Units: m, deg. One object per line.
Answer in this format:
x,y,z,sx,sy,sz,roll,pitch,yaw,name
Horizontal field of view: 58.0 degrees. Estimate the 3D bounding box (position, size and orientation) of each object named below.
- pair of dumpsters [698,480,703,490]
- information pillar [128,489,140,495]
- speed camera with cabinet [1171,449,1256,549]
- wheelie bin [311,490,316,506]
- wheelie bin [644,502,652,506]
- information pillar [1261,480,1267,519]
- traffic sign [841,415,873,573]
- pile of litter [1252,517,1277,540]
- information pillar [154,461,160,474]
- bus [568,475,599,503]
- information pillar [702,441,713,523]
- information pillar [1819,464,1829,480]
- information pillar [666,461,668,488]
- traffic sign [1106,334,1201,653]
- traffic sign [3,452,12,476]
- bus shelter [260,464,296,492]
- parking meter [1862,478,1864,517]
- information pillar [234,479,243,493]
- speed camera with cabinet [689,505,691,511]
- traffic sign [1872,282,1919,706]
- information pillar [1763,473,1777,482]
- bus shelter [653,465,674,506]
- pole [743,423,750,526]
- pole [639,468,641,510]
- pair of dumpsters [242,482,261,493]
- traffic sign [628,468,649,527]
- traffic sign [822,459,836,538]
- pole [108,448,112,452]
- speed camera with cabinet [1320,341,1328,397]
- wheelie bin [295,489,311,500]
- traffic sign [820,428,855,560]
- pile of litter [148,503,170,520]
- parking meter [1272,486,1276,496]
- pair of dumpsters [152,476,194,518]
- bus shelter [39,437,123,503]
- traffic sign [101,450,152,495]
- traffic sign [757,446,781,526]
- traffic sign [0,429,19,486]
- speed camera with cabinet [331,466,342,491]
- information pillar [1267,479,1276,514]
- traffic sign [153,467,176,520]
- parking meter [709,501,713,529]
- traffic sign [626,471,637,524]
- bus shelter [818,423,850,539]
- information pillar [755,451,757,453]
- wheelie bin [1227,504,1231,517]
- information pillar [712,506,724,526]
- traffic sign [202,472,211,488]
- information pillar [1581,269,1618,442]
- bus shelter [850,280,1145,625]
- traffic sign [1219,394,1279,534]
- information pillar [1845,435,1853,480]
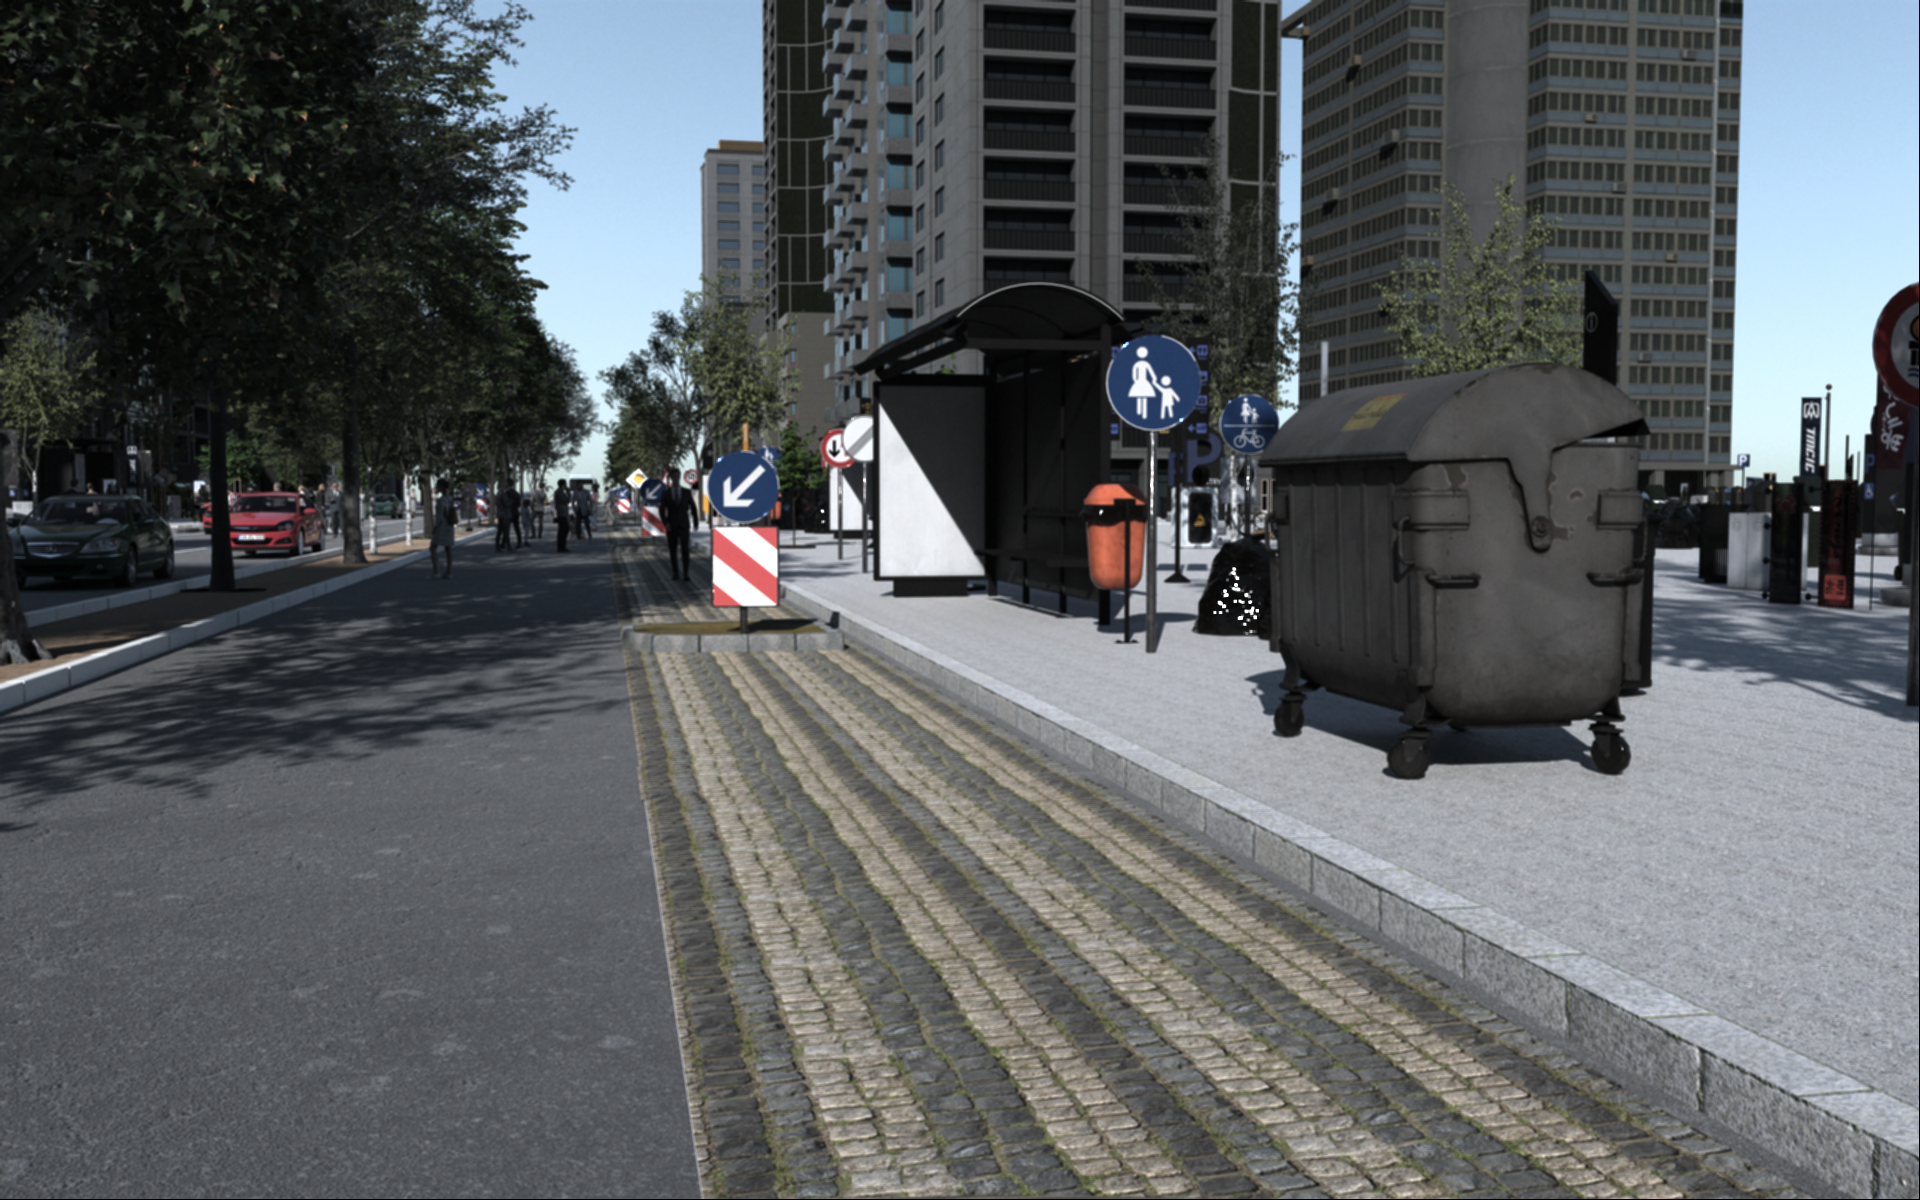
-18.071,-7.506,125.223,1.574,2.255,4.437,-1,4,-12,pair of dumpsters
-54.686,-7.526,114.398,0.183,3.616,0.504,3,5,43,information pillar
6.031,-2.861,41.110,2.038,3.252,0.660,-2,4,-25,speed camera with cabinet
-53.612,-8.288,143.411,0.693,1.594,0.980,3,4,36,wheelie bin
-24.248,-7.768,134.916,0.693,1.594,0.980,-2,4,-35,wheelie bin
15.539,-5.128,88.333,0.304,2.012,0.304,1,4,12,information pillar
-1.540,-1.708,28.031,0.768,2.556,0.104,0,4,-6,traffic sign
8.743,-2.147,49.066,1.719,0.858,1.176,-2,4,-32,pile of litter
-56.346,-7.972,121.691,0.504,3.616,0.183,-2,4,-24,information pillar
-38.009,-11.009,174.853,2.948,3.499,13.247,-1,4,-11,bus
-10.980,-5.151,75.573,0.504,3.616,0.183,-2,4,-25,information pillar
21.309,-2.353,42.965,0.304,2.012,0.304,0,4,5,information pillar
-18.899,-7.371,111.878,0.183,3.616,0.504,0,4,4,information pillar
1.546,-0.846,13.938,0.768,2.556,0.104,0,4,-3,traffic sign
-28.745,-3.162,51.808,0.768,2.556,0.104,0,4,-4,traffic sign
-47.962,-8.018,122.379,1.731,3.624,6.357,-1,4,-12,bus shelter
24.914,-2.548,47.369,0.255,1.863,0.399,-2,4,-26,parking meter
-35.461,-4.933,85.142,0.304,2.012,0.304,0,4,-5,information pillar
-20.185,-8.545,134.049,0.660,3.252,2.038,1,4,23,speed camera with cabinet
5.786,-0.631,10.429,0.768,2.556,0.104,-1,4,-10,traffic sign
27.929,-3.381,59.771,0.304,2.012,0.304,-2,4,-27,information pillar
-24.282,-9.197,141.652,1.731,3.624,6.357,-1,4,-12,bus shelter
-6.149,-3.426,49.857,0.158,3.312,0.155,0,3,0,pole
-25.338,-8.741,136.753,0.158,3.312,0.155,0,3,0,pole
-41.081,-5.891,98.809,1.574,2.255,4.437,-1,4,-12,pair of dumpsters
-12.524,-3.909,67.561,0.795,2.450,0.064,-1,4,-12,traffic sign
-3.622,-3.060,50.137,0.768,2.556,0.104,-1,4,-10,traffic sign
-37.846,-5.103,77.272,0.158,3.312,0.155,0,3,0,pole
4.836,-1.684,21.862,0.660,3.252,2.038,0,4,7,speed camera with cabinet
-46.117,-6.913,120.933,0.693,1.594,0.980,3,5,40,wheelie bin
-2.332,-2.056,33.728,0.768,2.556,0.104,0,4,-6,traffic sign
-39.923,-4.412,86.095,1.176,0.858,1.719,-2,4,-30,pile of litter
10.158,-2.870,55.338,0.372,1.533,0.369,0,3,0,parking meter
-41.967,-5.507,92.536,1.574,2.255,4.437,-1,4,-12,pair of dumpsters
-37.373,-5.045,73.773,1.731,3.624,6.357,-1,4,-12,bus shelter
-38.654,-5.290,80.360,2.265,3.308,0.079,0,4,-3,traffic sign
-5.073,-2.809,46.040,0.768,2.556,0.104,0,4,-5,traffic sign
-30.609,-3.682,54.077,2.265,3.308,0.079,0,4,-8,traffic sign
-43.998,-7.873,123.053,0.660,3.252,2.038,-3,5,-44,speed camera with cabinet
15.673,-5.021,86.578,0.304,2.012,0.304,0,4,1,information pillar
-29.413,-3.697,64.086,0.795,2.450,0.064,-1,4,-12,traffic sign
-8.972,-3.524,63.330,0.399,1.863,0.255,0,4,1,parking meter
-14.149,-4.388,75.380,0.795,2.450,0.064,-1,4,-12,traffic sign
-2.479,-3.233,46.781,2.014,3.302,5.546,-1,4,-12,bus shelter
-10.991,-6.179,92.383,0.183,3.616,0.504,3,4,38,information pillar
12.998,-4.582,82.821,0.980,1.594,0.693,1,4,14,wheelie bin
-8.758,-3.556,62.628,0.304,2.012,0.304,3,4,36,information pillar
-31.038,-4.175,71.905,0.795,2.450,0.064,-1,4,-12,traffic sign
6.601,-1.626,17.945,0.183,3.616,0.504,-1,4,-13,information pillar
0.216,-1.542,19.128,2.014,3.302,5.546,-1,4,-12,bus shelter
3.680,-1.348,22.144,0.768,2.556,0.104,0,4,-3,traffic sign
35.342,-4.754,69.077,0.183,3.616,0.504,2,4,26,information pillar
